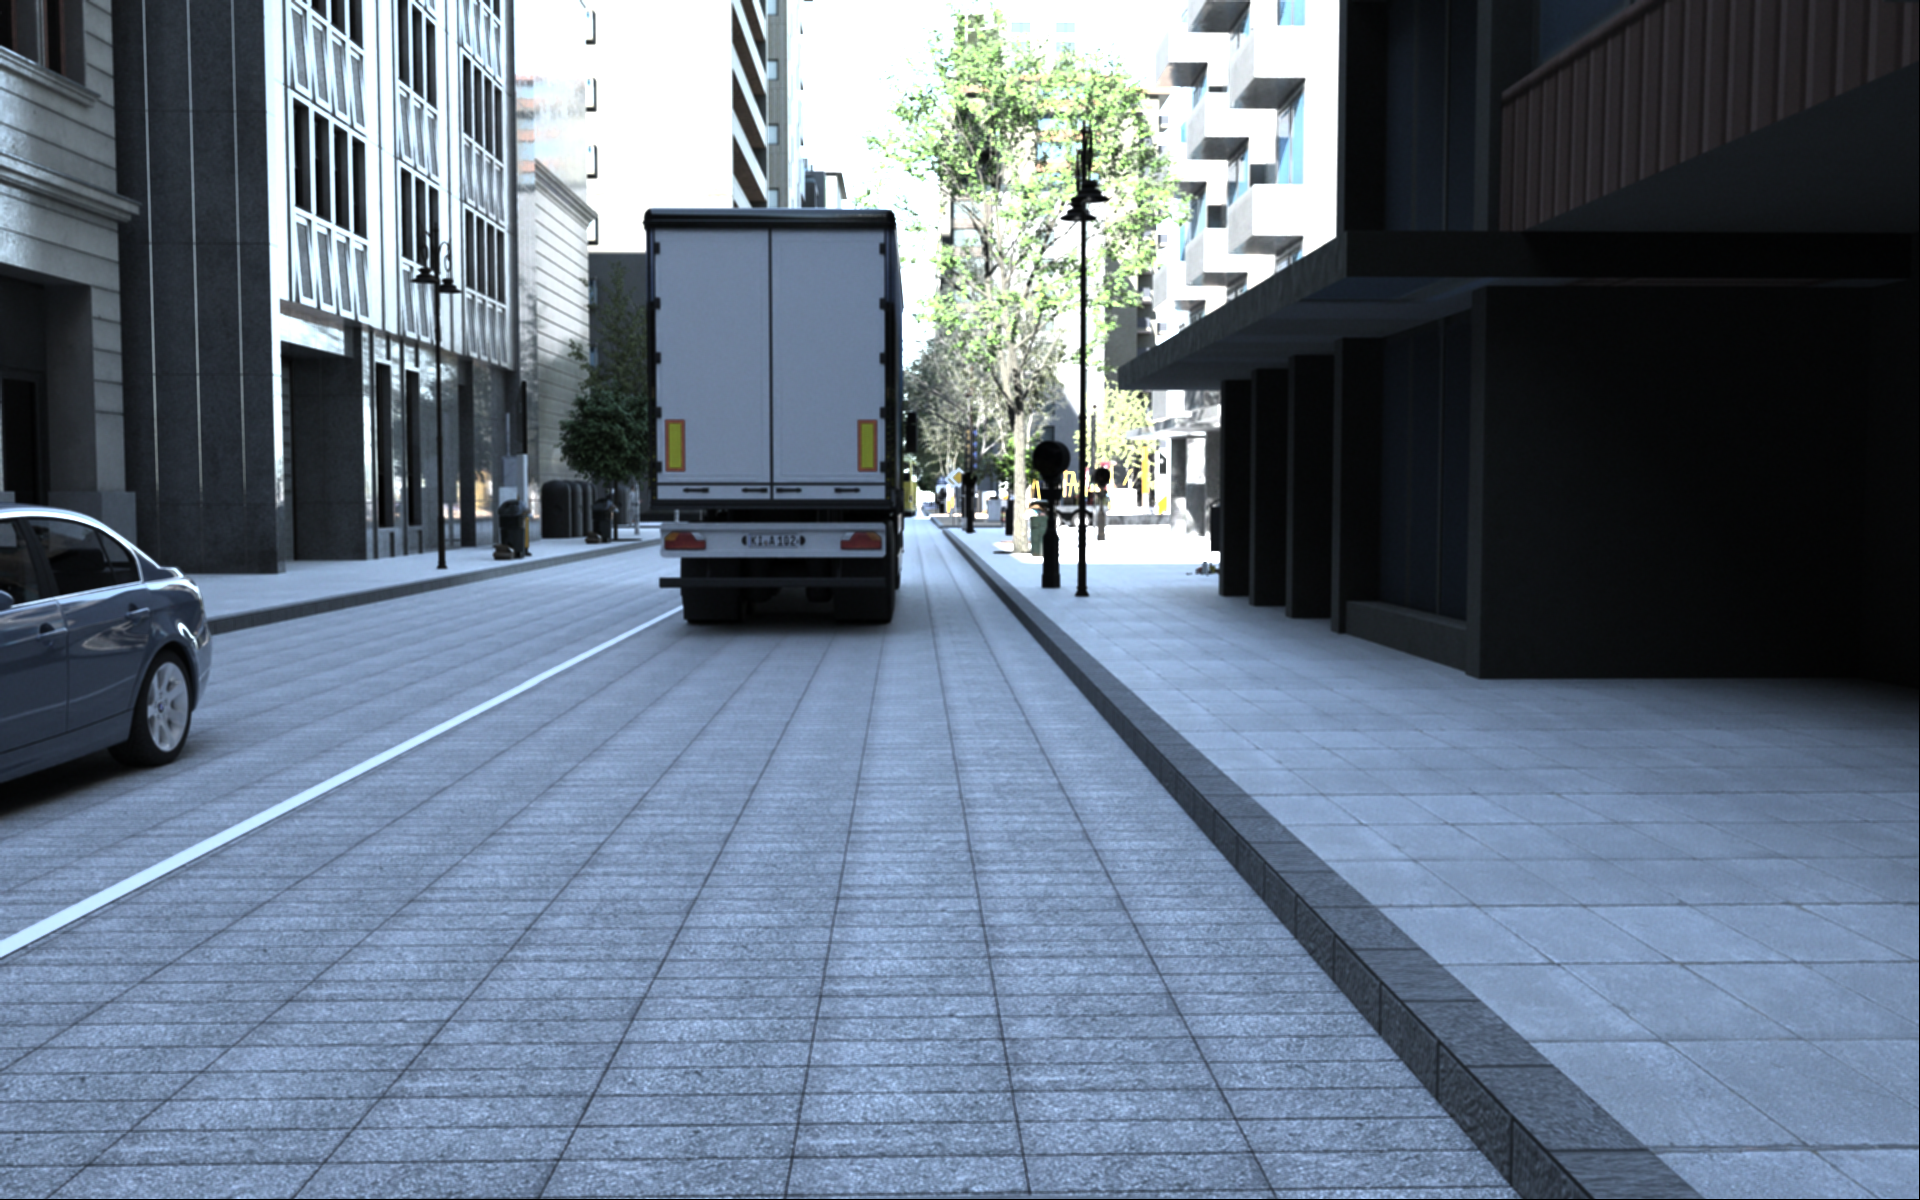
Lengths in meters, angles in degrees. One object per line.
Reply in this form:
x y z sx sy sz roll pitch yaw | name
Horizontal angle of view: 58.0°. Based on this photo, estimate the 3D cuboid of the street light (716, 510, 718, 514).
-10.184 -6.092 72.393 0.468 5.910 1.993 0 4 -2 | street light

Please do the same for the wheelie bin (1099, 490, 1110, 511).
10.745 -7.402 128.936 0.980 1.594 0.693 3 5 42 | wheelie bin

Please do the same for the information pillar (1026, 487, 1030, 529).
2.276 -3.454 60.973 0.304 2.012 0.304 1 4 16 | information pillar

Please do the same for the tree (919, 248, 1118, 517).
1.711 -6.216 51.995 4.360 8.622 3.978 0 3 0 | tree

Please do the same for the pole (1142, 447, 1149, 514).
8.083 -5.012 75.785 0.158 3.312 0.155 0 3 0 | pole

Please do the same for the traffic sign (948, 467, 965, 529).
-0.040 -3.684 63.876 0.795 2.450 0.064 0 4 -2 | traffic sign

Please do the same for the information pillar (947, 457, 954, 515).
-0.565 -7.051 106.637 0.504 3.616 0.183 -3 5 -43 | information pillar

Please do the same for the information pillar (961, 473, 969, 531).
0.245 -3.445 60.810 0.304 2.012 0.304 -1 4 -23 | information pillar

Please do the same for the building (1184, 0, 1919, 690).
13.284 -21.642 8.466 22.147 44.769 28.867 0 4 -2 | building

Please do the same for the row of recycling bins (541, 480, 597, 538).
-11.620 -2.732 51.781 1.069 1.692 3.534 0 4 4 | row of recycling bins

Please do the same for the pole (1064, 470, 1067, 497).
8.307 -8.730 136.580 0.158 3.312 0.155 0 3 0 | pole

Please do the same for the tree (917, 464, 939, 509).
-3.133 -12.700 191.352 4.285 4.588 4.351 0 3 0 | tree

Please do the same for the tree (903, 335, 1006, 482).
-1.164 -14.241 139.493 9.857 13.997 8.962 0 3 0 | tree

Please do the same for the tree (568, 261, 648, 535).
-10.185 -6.362 54.386 4.737 8.622 4.395 0 3 0 | tree

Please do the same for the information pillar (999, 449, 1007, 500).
2.242 -6.018 89.751 0.504 3.616 0.183 0 4 -3 | information pillar

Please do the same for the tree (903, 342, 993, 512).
-1.285 -12.724 126.169 7.486 12.596 7.792 0 3 0 | tree

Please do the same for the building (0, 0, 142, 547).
-18.691 -13.910 14.826 14.401 28.519 23.554 0 4 -2 | building

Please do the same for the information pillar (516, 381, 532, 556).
-9.105 -2.733 36.036 0.183 3.616 0.504 -2 4 -31 | information pillar

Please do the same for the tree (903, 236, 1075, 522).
0.698 -10.440 81.066 12.009 13.543 11.850 0 3 0 | tree

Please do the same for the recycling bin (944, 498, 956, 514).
-0.660 -6.092 112.153 0.722 1.027 0.722 0 4 -3 | recycling bin

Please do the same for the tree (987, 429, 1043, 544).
1.429 -3.077 44.912 1.663 3.219 1.824 0 3 0 | tree

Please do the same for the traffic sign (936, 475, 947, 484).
-1.249 -7.229 118.308 0.768 2.556 0.104 0 4 5 | traffic sign

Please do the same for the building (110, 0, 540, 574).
-17.257 -13.381 36.799 12.078 24.808 19.932 0 4 -2 | building

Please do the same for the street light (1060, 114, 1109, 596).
1.534 -2.986 21.604 0.468 5.910 1.993 0 4 -2 | street light

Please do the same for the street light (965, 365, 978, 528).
0.414 -5.482 62.425 0.468 5.910 1.993 0 4 -2 | street light

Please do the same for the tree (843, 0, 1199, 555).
1.147 -6.802 36.965 9.928 11.665 9.643 0 3 0 | tree

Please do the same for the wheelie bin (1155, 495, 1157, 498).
14.586 -7.644 132.887 0.980 1.594 0.693 -1 4 -11 | wheelie bin

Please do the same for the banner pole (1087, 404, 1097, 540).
3.697 -3.557 48.168 0.401 3.779 0.863 1 4 15 | banner pole

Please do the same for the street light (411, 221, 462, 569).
-8.912 -3.476 29.621 0.468 5.910 1.993 0 4 -2 | street light

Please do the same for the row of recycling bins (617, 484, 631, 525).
-14.384 -4.043 73.216 1.069 1.692 3.534 0 4 -7 | row of recycling bins

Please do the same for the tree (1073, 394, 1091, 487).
9.520 -10.311 118.945 4.737 8.622 4.395 0 3 0 | tree

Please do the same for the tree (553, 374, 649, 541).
-9.463 -3.907 47.588 4.285 4.588 4.351 0 3 0 | tree

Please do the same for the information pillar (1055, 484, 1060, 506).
5.226 -5.466 93.864 0.304 2.012 0.304 -1 4 -19 | information pillar

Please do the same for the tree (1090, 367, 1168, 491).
9.888 -9.133 99.695 4.737 8.622 4.395 0 3 0 | tree

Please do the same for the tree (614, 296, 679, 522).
-10.035 -6.746 60.665 4.360 8.622 3.978 0 3 0 | tree

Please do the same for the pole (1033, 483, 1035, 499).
6.199 -9.220 144.592 0.158 3.312 0.155 0 3 0 | pole

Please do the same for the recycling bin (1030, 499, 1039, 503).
3.643 -4.651 88.595 0.722 1.027 0.722 1 4 15 | recycling bin

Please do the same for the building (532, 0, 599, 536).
-24.978 -15.751 54.796 25.104 27.353 12.463 0 4 -2 | building

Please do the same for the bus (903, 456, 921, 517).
-4.134 -7.306 111.002 2.896 3.916 12.252 0 4 0 | bus

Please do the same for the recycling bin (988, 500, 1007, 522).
1.732 -4.094 79.488 0.722 1.027 0.722 2 4 28 | recycling bin

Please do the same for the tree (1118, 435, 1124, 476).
11.974 -11.935 145.496 4.360 8.622 3.978 0 3 0 | tree

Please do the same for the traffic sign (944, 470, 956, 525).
-0.275 -4.172 71.858 0.795 2.450 0.064 0 4 -2 | traffic sign

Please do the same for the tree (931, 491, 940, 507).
-1.929 -11.026 174.870 1.663 3.219 1.824 0 3 0 | tree

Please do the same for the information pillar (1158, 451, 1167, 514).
10.932 -6.247 93.494 0.504 3.616 0.183 -1 4 -14 | information pillar

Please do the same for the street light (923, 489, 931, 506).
-4.288 -15.311 223.121 0.468 5.910 1.993 0 4 -2 | street light
